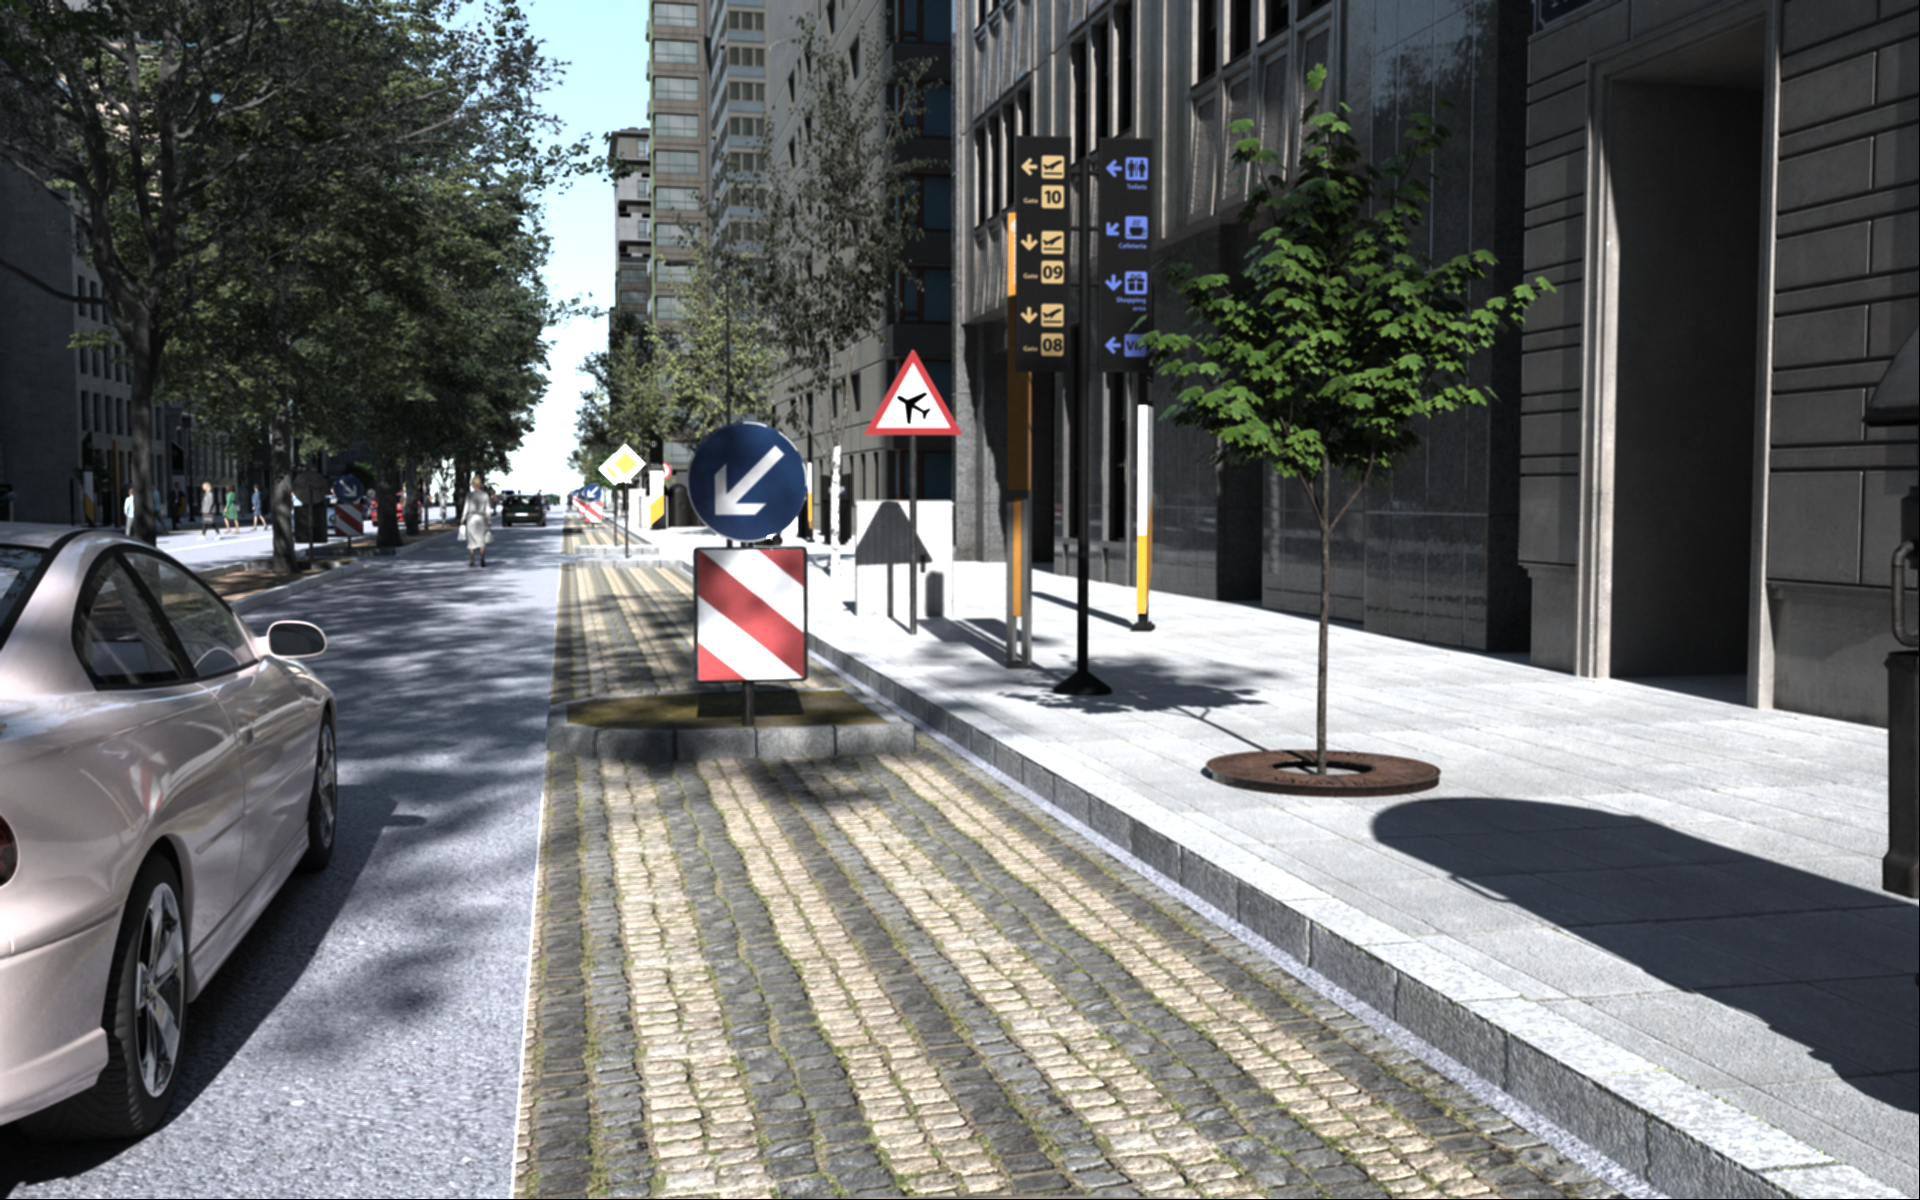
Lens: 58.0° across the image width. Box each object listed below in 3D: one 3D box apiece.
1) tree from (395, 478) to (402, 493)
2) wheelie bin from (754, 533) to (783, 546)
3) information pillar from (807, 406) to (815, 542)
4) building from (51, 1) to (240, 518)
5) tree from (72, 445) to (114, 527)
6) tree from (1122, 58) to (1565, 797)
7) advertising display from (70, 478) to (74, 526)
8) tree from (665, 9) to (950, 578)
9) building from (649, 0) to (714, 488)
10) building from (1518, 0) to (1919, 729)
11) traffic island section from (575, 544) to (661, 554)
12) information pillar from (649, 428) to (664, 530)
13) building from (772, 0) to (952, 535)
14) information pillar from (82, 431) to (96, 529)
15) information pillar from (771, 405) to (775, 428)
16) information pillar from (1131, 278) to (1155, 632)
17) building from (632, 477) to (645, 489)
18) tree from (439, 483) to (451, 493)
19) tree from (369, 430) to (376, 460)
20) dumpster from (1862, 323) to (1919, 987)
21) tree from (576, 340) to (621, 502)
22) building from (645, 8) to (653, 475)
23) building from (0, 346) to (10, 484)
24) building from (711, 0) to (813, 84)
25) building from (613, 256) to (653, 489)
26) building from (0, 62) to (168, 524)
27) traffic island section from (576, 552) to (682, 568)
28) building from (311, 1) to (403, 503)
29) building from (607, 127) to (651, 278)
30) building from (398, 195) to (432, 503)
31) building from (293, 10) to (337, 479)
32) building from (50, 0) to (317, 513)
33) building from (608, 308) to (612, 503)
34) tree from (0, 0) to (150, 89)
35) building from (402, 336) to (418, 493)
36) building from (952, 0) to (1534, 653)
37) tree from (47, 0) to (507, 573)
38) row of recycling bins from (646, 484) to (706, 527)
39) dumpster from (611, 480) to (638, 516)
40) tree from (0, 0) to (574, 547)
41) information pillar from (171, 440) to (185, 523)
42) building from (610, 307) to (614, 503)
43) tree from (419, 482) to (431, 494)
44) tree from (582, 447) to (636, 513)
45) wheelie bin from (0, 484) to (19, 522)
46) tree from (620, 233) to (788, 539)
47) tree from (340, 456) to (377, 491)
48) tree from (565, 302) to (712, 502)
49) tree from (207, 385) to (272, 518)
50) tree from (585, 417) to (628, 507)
[{"bbox_3d":[-57.111,-10.966,173.889,1.663,3.219,1.824,0,3,0],"label":"tree"},{"bbox_3d":[-4.807,-2.140,42.904,0.693,1.594,0.980,1,4,17],"label":"wheelie bin"},{"bbox_3d":[-3.963,-3.338,45.926,0.183,3.616,0.504,0,3,0],"label":"information pillar"},{"bbox_3d":[-50.079,-19.169,99.322,13.634,28.700,20.117,-1,4,-13],"label":"building"},{"bbox_3d":[-33.862,-4.489,67.991,1.663,3.219,1.824,0,3,0],"label":"tree"},{"bbox_3d":[1.614,-0.812,7.875,1.663,3.219,1.824,0,3,0],"label":"tree"},{"bbox_3d":[-35.459,-3.912,69.172,0.123,1.923,0.974,-2,4,-27],"label":"advertising display"},{"bbox_3d":[-2.063,-4.656,26.484,4.360,8.622,3.978,0,3,0],"label":"tree"},{"bbox_3d":[-15.927,-27.227,128.763,14.154,41.232,14.086,-1,4,-13],"label":"building"},{"bbox_3d":[11.252,-10.258,3.870,11.583,22.565,21.152,-1,4,-13],"label":"building"},{"bbox_3d":[-8.414,-1.232,42.432,2.009,0.180,2.903,-1,4,-13],"label":"traffic island section"},{"bbox_3d":[-10.811,-4.300,61.657,0.504,3.616,0.183,-1,4,-10],"label":"information pillar"},{"bbox_3d":[9.217,-13.349,63.298,28.899,21.520,27.650,-1,4,-13],"label":"building"},{"bbox_3d":[-32.204,-4.442,63.989,0.183,3.616,0.504,0,4,7],"label":"information pillar"},{"bbox_3d":[-4.923,-3.325,45.724,0.183,3.616,0.504,-1,4,-11],"label":"information pillar"},{"bbox_3d":[1.747,-1.527,16.314,0.183,3.616,0.504,1,4,13],"label":"information pillar"},{"bbox_3d":[-17.613,-29.833,179.657,32.217,40.220,23.993,-1,4,-13],"label":"building"},{"bbox_3d":[-75.297,-15.827,253.364,1.663,3.219,1.824,0,3,0],"label":"tree"},{"bbox_3d":[-55.885,-13.403,169.503,4.737,8.622,4.395,0,3,0],"label":"tree"},{"bbox_3d":[2.695,0.172,2.939,1.264,1.857,1.865,-1,4,-13],"label":"dumpster"},{"bbox_3d":[-14.362,-7.798,77.858,4.737,8.622,4.395,0,3,0],"label":"tree"},{"bbox_3d":[-15.716,-32.524,151.368,23.786,49.044,30.456,-1,4,-13],"label":"building"},{"bbox_3d":[-41.502,-14.411,54.707,14.460,24.649,34.723,-1,4,-13],"label":"building"},{"bbox_3d":[-2.577,-25.453,108.039,32.217,40.220,23.993,-1,4,-13],"label":"building"},{"bbox_3d":[-34.641,-26.952,212.373,14.160,30.474,14.107,-1,4,-13],"label":"building"},{"bbox_3d":[-44.832,-13.841,81.055,10.420,20.320,16.860,-1,4,-13],"label":"building"},{"bbox_3d":[-6.642,-0.756,34.645,2.009,0.180,2.903,-1,4,-13],"label":"traffic island section"},{"bbox_3d":[-78.920,-40.589,205.628,21.231,58.520,28.212,-1,4,-13],"label":"building"},{"bbox_3d":[-35.244,-40.269,247.640,28.713,52.752,27.495,-1,4,-13],"label":"building"},{"bbox_3d":[-85.923,-37.018,255.346,14.600,45.320,14.200,-1,4,-13],"label":"building"},{"bbox_3d":[-67.745,-30.429,152.138,22.147,44.769,28.867,-1,4,-13],"label":"building"},{"bbox_3d":[-60.006,-30.813,123.401,23.786,49.044,30.456,-1,4,-13],"label":"building"},{"bbox_3d":[-46.929,-30.297,267.057,14.160,30.474,14.107,-1,4,-13],"label":"building"},{"bbox_3d":[-7.747,-5.011,10.137,9.928,11.665,9.643,0,3,0],"label":"tree"},{"bbox_3d":[-79.579,-27.921,228.216,14.160,30.474,14.107,-1,4,-13],"label":"building"},{"bbox_3d":[7.901,-12.611,24.220,12.078,24.808,19.932,-1,4,-13],"label":"building"},{"bbox_3d":[-12.012,-6.726,30.550,7.486,12.596,7.792,0,3,0],"label":"tree"},{"bbox_3d":[-10.691,-3.740,68.268,3.534,1.692,1.069,-3,4,-38],"label":"row of recycling bins"},{"bbox_3d":[-19.415,-5.978,100.230,1.502,2.255,1.985,-1,4,-13],"label":"dumpster"},{"bbox_3d":[-10.001,-6.610,20.897,12.009,13.543,11.850,0,3,0],"label":"tree"},{"bbox_3d":[-34.186,-5.160,75.724,0.504,3.616,0.183,0,4,-5],"label":"information pillar"},{"bbox_3d":[-37.822,-27.791,226.091,14.160,30.474,14.107,-1,4,-13],"label":"building"},{"bbox_3d":[-67.540,-13.737,219.196,1.663,3.219,1.824,0,3,0],"label":"tree"},{"bbox_3d":[-23.884,-8.313,119.637,4.285,4.588,4.351,0,3,0],"label":"tree"},{"bbox_3d":[-29.117,-2.735,52.620,0.980,1.594,0.693,-1,4,-17],"label":"wheelie bin"},{"bbox_3d":[-6.820,-6.020,48.783,4.737,8.622,4.395,0,3,0],"label":"tree"},{"bbox_3d":[-52.371,-10.225,150.891,4.285,4.588,4.351,0,3,0],"label":"tree"},{"bbox_3d":[-15.576,-9.195,84.749,7.601,10.594,8.767,0,4,-7],"label":"tree"},{"bbox_3d":[-38.441,-8.736,93.197,4.737,8.622,4.395,0,3,0],"label":"tree"},{"bbox_3d":[-31.098,-12.345,152.203,4.360,8.622,3.978,0,3,0],"label":"tree"}]
